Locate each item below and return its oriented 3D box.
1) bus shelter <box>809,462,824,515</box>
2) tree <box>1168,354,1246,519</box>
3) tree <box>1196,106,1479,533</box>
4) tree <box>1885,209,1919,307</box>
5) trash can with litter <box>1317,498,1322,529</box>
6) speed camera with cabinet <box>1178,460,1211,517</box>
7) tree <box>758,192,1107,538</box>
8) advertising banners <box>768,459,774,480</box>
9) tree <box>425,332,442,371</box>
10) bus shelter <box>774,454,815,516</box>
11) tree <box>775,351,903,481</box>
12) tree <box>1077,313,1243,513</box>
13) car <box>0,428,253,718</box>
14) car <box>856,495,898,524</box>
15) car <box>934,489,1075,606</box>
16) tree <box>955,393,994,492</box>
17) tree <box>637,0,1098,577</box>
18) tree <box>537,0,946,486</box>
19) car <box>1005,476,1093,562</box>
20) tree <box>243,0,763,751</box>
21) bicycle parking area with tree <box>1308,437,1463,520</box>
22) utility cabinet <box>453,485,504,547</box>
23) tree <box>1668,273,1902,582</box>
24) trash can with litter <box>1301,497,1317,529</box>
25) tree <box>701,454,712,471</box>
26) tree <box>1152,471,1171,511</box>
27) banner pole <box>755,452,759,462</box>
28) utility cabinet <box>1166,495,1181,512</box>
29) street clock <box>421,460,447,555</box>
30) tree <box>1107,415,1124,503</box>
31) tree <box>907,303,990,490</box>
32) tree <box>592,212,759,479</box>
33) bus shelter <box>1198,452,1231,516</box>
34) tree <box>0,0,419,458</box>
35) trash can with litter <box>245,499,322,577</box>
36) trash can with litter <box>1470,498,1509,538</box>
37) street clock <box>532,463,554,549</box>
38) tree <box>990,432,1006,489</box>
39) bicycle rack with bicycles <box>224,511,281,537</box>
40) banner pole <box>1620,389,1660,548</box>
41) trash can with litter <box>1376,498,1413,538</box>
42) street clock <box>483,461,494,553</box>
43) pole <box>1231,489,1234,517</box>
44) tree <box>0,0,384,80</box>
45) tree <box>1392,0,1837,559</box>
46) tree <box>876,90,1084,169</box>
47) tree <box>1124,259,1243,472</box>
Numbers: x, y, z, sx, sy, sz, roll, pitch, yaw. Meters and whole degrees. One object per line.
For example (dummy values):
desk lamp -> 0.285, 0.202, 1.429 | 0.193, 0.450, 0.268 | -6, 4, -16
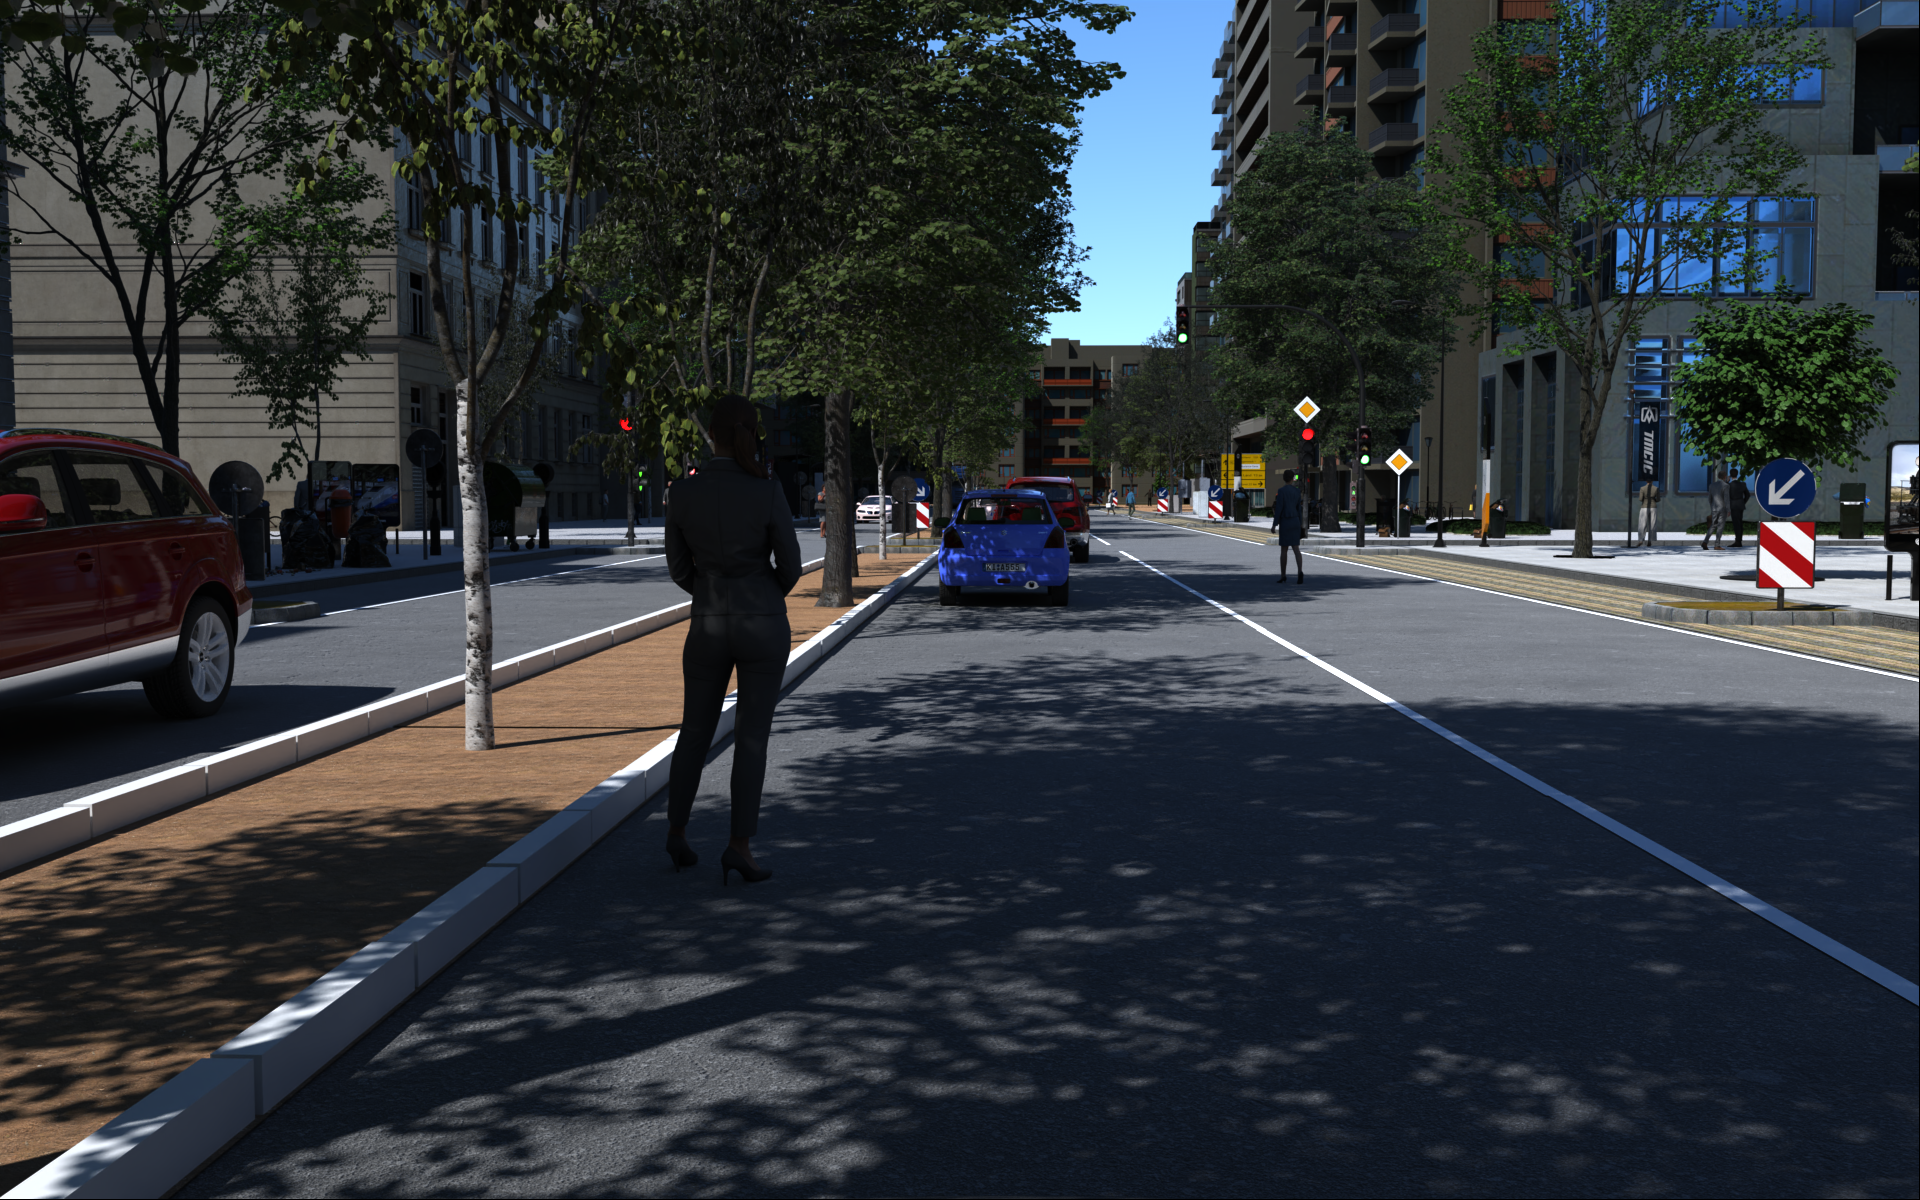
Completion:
bus shelter -> -8.400, -7.162, 111.022 | 2.014, 3.302, 5.546 | 0, 4, 2
tree -> 13.049, -8.517, 89.611 | 4.360, 8.622, 3.978 | 0, 3, 0
tree -> 12.346, -9.213, 57.287 | 9.857, 13.997, 8.962 | 0, 3, 0
tree -> 17.276, -4.704, 27.277 | 4.360, 8.622, 3.978 | 0, 3, 0
trash can with litter -> 13.312, -3.173, 63.259 | 0.624, 1.170, 1.055 | 1, 4, 10
speed camera with cabinet -> 14.735, -7.002, 108.824 | 2.038, 3.252, 0.660 | 3, 4, 37
tree -> -0.622, -7.672, 53.655 | 9.928, 11.665, 9.643 | 0, 3, 0
advertising banners -> -10.193, -5.468, 85.594 | 2.074, 3.025, 0.090 | -1, 4, -16
tree -> -13.575, -6.227, 52.173 | 4.360, 8.622, 3.978 | 0, 3, 0
bus shelter -> -9.853, -6.860, 103.440 | 1.731, 3.624, 6.357 | 0, 4, 2
tree -> -8.260, -13.397, 125.698 | 9.857, 13.997, 8.962 | 0, 3, 0
tree -> 14.406, -12.606, 116.483 | 12.009, 13.543, 11.850 | 0, 3, 0
car -> -5.852, -0.059, 9.645 | 2.281, 1.827, 5.304 | 0, 4, 1
car -> -4.022, -4.491, 85.785 | 2.083, 1.381, 4.827 | 0, 4, 4
car -> 0.598, -0.851, 23.511 | 1.945, 1.707, 3.694 | 0, 4, 1
tree -> 0.289, -8.637, 94.041 | 4.360, 8.622, 3.978 | 0, 3, 0
tree -> -1.837, -5.678, 29.708 | 8.767, 10.594, 7.601 | 0, 4, 2
tree -> -2.145, -3.872, 16.129 | 4.360, 8.622, 3.978 | 0, 3, 0
car -> 1.779, -1.784, 37.848 | 2.281, 1.827, 5.304 | 0, 4, 3
tree -> -2.649, -3.447, 9.179 | 4.737, 8.622, 4.395 | 0, 3, 0
bicycle parking area with tree -> 21.015, -6.136, 87.321 | 8.231, 4.147, 9.016 | 1, 4, 13
utility cabinet -> -11.704, -2.044, 42.106 | 1.173, 1.500, 0.318 | -3, 5, -40
tree -> 12.153, -2.574, 25.799 | 4.285, 4.588, 4.351 | 0, 3, 0
trash can with litter -> 12.303, -3.169, 63.199 | 1.055, 1.170, 0.624 | 3, 5, 43
tree -> -9.942, -4.711, 71.626 | 1.663, 3.219, 1.824 | 0, 3, 0
tree -> 14.887, -8.271, 129.837 | 1.663, 3.219, 1.824 | 0, 3, 0
banner pole -> -10.671, -6.083, 89.466 | 0.401, 3.779, 0.863 | 3, 5, 43
utility cabinet -> 14.631, -6.591, 118.922 | 1.020, 1.237, 0.306 | 2, 4, 33
street clock -> -10.988, -1.936, 36.232 | 0.471, 2.002, 0.358 | 0, 4, -2
tree -> 17.121, -16.869, 201.555 | 9.928, 11.665, 9.643 | 0, 3, 0
tree -> -1.644, -5.157, 37.144 | 4.737, 8.622, 4.395 | 0, 3, 0
tree -> -9.638, -8.309, 61.601 | 9.928, 11.665, 9.643 | 0, 3, 0
bus shelter -> 14.970, -6.660, 100.175 | 1.731, 3.624, 6.357 | 0, 4, 2
tree -> -11.981, -6.110, 25.662 | 9.928, 11.665, 9.643 | 0, 3, 0
trash can with litter -> -11.025, -1.039, 28.053 | 1.678, 1.210, 2.233 | 1, 4, 15
trash can with litter -> 15.335, -2.374, 50.204 | 1.055, 1.170, 0.624 | 3, 5, 41
street clock -> -9.809, -2.216, 40.795 | 0.471, 2.002, 0.358 | 1, 4, 15
tree -> 0.918, -9.720, 111.736 | 4.737, 8.622, 4.395 | 0, 3, 0
bicycle rack with bicycles -> -21.693, -2.298, 50.955 | 2.925, 0.926, 2.852 | 0, 4, -1
banner pole -> 16.256, -3.138, 41.324 | 0.863, 3.779, 0.401 | 1, 4, 11
trash can with litter -> 12.838, -2.437, 51.234 | 1.055, 1.170, 0.624 | 2, 4, 28
street clock -> -10.360, -2.020, 37.605 | 0.358, 2.002, 0.471 | 2, 4, 28
pole -> 15.266, -6.301, 96.862 | 0.158, 3.312, 0.155 | 0, 3, 0
tree -> -2.746, -5.032, 2.859 | 7.486, 12.596, 7.792 | 0, 3, 0
tree -> 12.684, -6.646, 34.414 | 9.928, 11.665, 9.643 | 0, 3, 0
tree -> -1.724, -13.097, 72.477 | 12.611, 20.169, 13.585 | 0, 3, 0
tree -> 13.403, -8.668, 67.484 | 9.928, 11.665, 9.643 | 0, 3, 0
